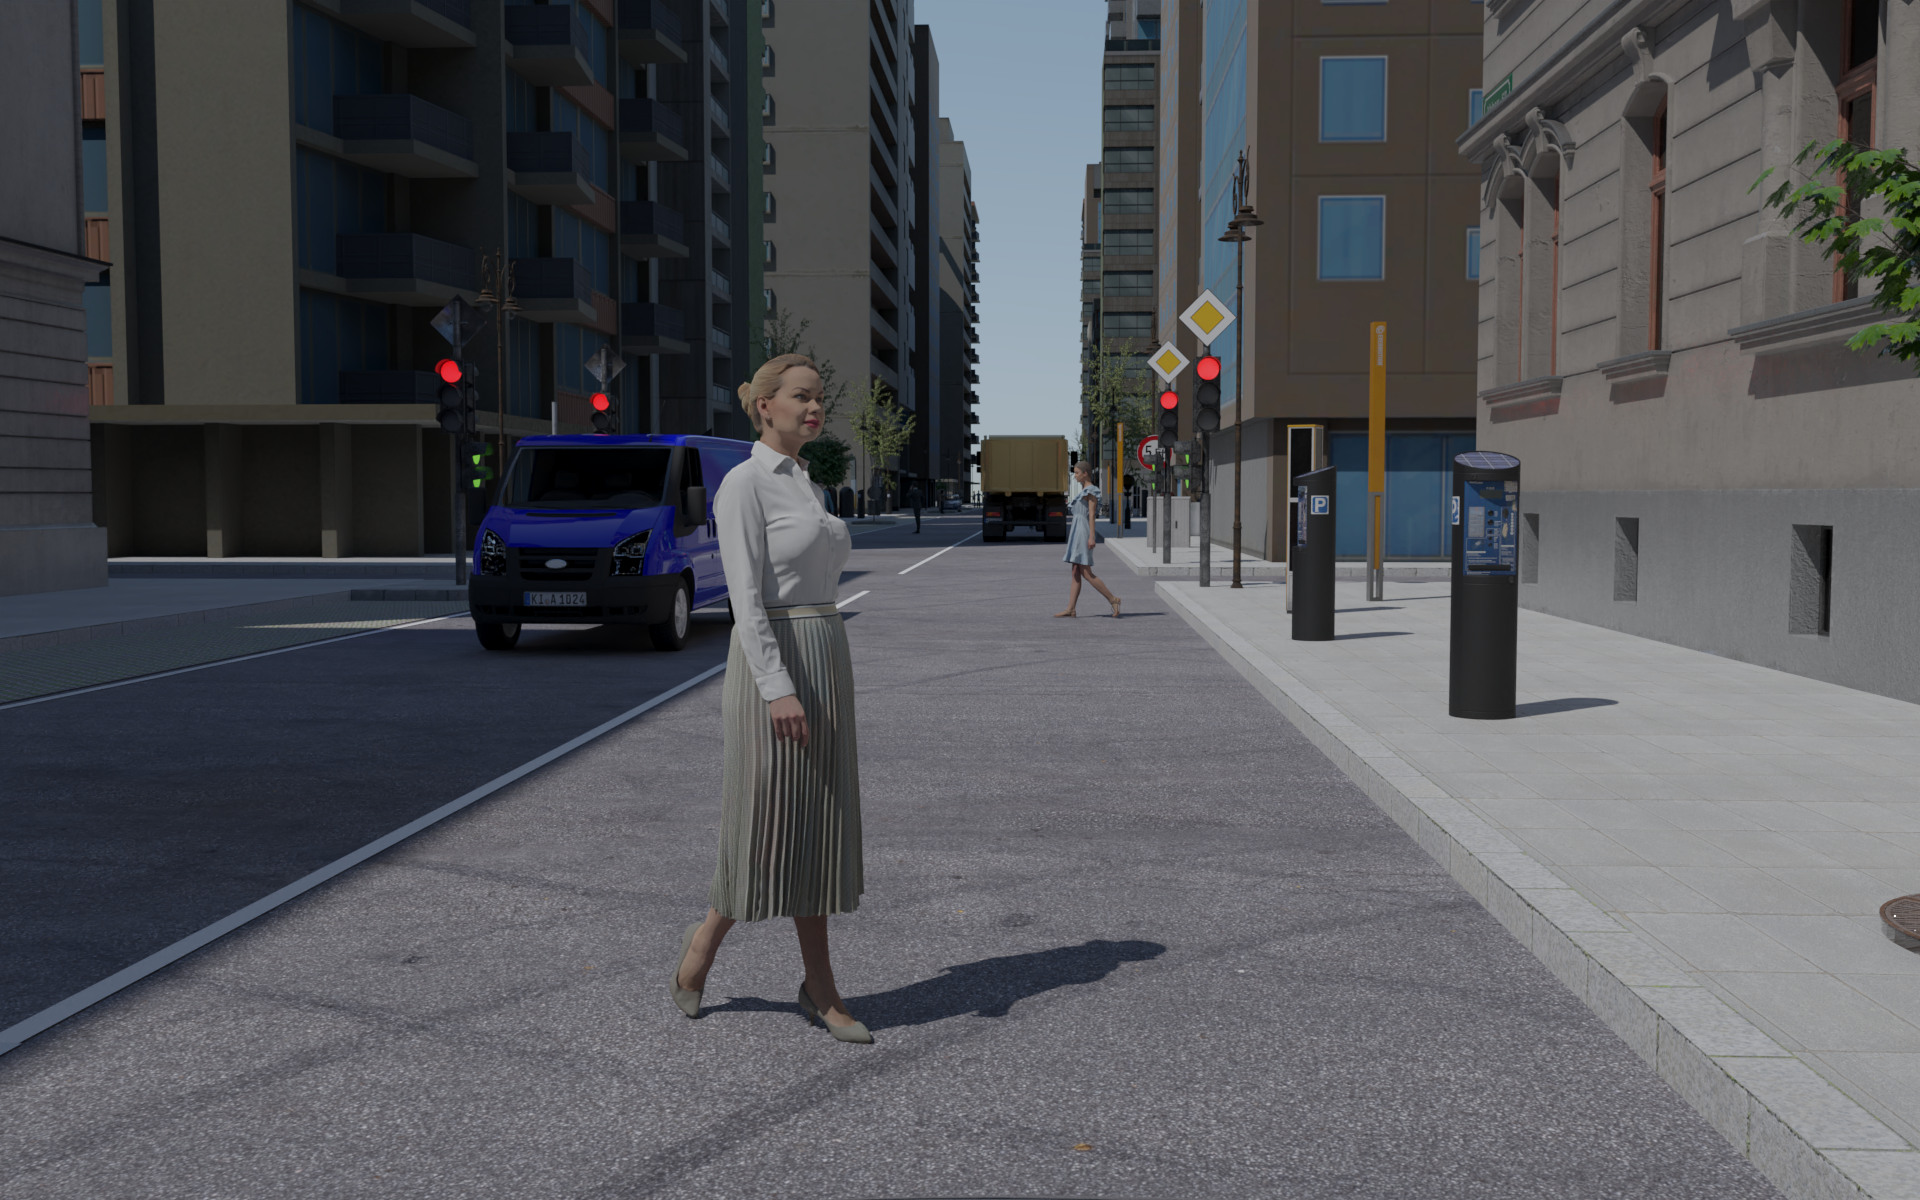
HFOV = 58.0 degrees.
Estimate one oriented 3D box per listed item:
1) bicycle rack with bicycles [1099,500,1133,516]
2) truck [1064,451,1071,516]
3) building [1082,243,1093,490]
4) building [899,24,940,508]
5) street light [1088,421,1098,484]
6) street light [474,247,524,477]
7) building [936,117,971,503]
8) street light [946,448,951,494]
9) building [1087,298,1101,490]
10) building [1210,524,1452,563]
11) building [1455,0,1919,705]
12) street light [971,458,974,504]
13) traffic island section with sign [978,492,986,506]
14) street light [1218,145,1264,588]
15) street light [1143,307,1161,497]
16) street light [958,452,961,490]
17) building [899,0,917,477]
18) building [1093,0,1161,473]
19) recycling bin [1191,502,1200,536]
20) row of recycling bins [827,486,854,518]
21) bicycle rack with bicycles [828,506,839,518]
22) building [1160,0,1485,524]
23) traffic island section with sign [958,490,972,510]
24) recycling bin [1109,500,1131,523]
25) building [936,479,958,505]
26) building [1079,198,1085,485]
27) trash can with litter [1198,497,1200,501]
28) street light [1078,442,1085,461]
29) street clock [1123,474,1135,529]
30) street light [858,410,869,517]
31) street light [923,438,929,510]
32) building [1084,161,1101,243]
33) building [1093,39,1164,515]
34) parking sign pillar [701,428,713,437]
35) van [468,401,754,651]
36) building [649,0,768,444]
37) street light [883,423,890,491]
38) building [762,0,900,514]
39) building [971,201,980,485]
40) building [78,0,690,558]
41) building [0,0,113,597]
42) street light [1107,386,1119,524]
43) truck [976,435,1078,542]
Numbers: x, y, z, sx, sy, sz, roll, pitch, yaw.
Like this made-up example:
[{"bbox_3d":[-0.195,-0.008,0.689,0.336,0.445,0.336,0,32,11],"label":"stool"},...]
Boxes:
[{"bbox_3d":[9.344,-5.507,103.422,2.925,0.926,2.852,-1,4,-8],"label":"bicycle rack with bicycles"},{"bbox_3d":[6.202,-7.923,118.460,2.839,4.237,11.283,0,4,3],"label":"truck"},{"bbox_3d":[21.112,-26.214,200.292,14.160,30.474,14.107,0,4,3],"label":"building"},{"bbox_3d":[-9.301,-31.422,163.867,14.600,45.320,14.200,0,4,3],"label":"building"},{"bbox_3d":[8.278,-8.163,106.261,0.468,5.910,1.993,0,4,3],"label":"street light"},{"bbox_3d":[-8.661,-3.664,32.687,0.468,5.910,1.993,0,4,3],"label":"street light"},{"bbox_3d":[-9.661,-36.896,226.953,21.300,48.544,21.600,0,4,3],"label":"building"},{"bbox_3d":[-1.168,-12.184,171.990,0.468,5.910,1.993,0,4,3],"label":"street light"},{"bbox_3d":[26.393,-19.681,166.818,27.650,21.520,28.899,0,4,3],"label":"building"},{"bbox_3d":[12.885,-23.677,37.233,14.200,45.320,14.600,0,4,3],"label":"building"},{"bbox_3d":[12.066,-13.611,9.924,14.401,28.519,23.554,0,4,3],"label":"building"},{"bbox_3d":[1.623,-15.367,224.033,0.468,5.910,1.993,0,4,3],"label":"street light"},{"bbox_3d":[3.140,-12.601,214.647,1.989,1.847,2.006,0,4,3],"label":"traffic island section with sign"},{"bbox_3d":[3.773,-3.097,23.431,0.468,5.910,1.993,0,4,3],"label":"street light"},{"bbox_3d":[4.785,-4.289,42.910,0.468,5.910,1.993,0,4,3],"label":"street light"},{"bbox_3d":[-0.066,-13.441,192.547,0.468,5.910,1.993,0,4,3],"label":"street light"},{"bbox_3d":[-17.964,-33.885,143.266,28.713,52.752,27.495,0,4,3],"label":"building"},{"bbox_3d":[22.601,-31.554,135.512,23.786,49.044,30.456,0,4,3],"label":"building"},{"bbox_3d":[7.098,-2.471,52.958,0.722,1.027,0.722,2,4,25],"label":"recycling bin"},{"bbox_3d":[-7.499,-5.293,93.660,3.534,1.692,1.069,-1,4,-8],"label":"row of recycling bins"},{"bbox_3d":[-8.364,-5.365,101.097,2.852,0.926,2.925,-3,5,-41],"label":"bicycle rack with bicycles"},{"bbox_3d":[17.659,-26.841,88.966,14.600,45.320,14.200,0,4,3],"label":"building"},{"bbox_3d":[0.086,-9.124,157.798,1.989,1.847,2.006,0,4,3],"label":"traffic island section with sign"},{"bbox_3d":[7.068,-3.905,76.403,0.722,1.027,0.722,-2,4,-25],"label":"recycling bin"},{"bbox_3d":[-16.620,-31.346,204.392,32.217,40.220,23.993,0,4,3],"label":"building"},{"bbox_3d":[28.452,-36.443,250.474,22.147,44.769,28.867,0,4,3],"label":"building"},{"bbox_3d":[10.998,-3.981,76.155,2.233,1.210,1.678,2,4,34],"label":"trash can with litter"},{"bbox_3d":[10.764,-10.931,151.508,0.468,5.910,1.993,0,4,3],"label":"street light"},{"bbox_3d":[6.155,-3.605,63.519,0.471,2.002,0.358,2,4,25],"label":"street clock"},{"bbox_3d":[-5.298,-7.503,95.467,0.468,5.910,1.993,0,4,3],"label":"street light"},{"bbox_3d":[-2.772,-10.264,140.596,0.468,5.910,1.993,0,4,3],"label":"street light"},{"bbox_3d":[23.420,-35.392,228.777,14.600,45.320,14.200,0,4,3],"label":"building"},{"bbox_3d":[16.223,-20.918,113.713,14.160,30.474,14.107,0,4,3],"label":"building"},{"bbox_3d":[-10.696,-5.031,70.729,1.447,3.967,1.447,0,4,8],"label":"parking sign pillar"},{"bbox_3d":[-3.324,-0.810,17.625,2.240,2.365,5.245,0,4,4],"label":"van"},{"bbox_3d":[-16.913,-24.160,78.617,14.154,41.232,14.086,0,4,3],"label":"building"},{"bbox_3d":[-4.534,-8.339,109.133,0.468,5.910,1.993,0,4,3],"label":"street light"},{"bbox_3d":[-15.733,-30.277,118.734,21.300,48.544,21.600,0,4,3],"label":"building"},{"bbox_3d":[-8.426,-36.551,252.225,22.147,44.769,28.867,0,4,3],"label":"building"},{"bbox_3d":[-19.955,-23.995,46.937,22.147,44.769,28.867,0,4,3],"label":"building"},{"bbox_3d":[-21.112,-9.455,19.217,19.286,19.102,10.561,0,4,3],"label":"building"},{"bbox_3d":[6.564,-6.211,74.339,0.468,5.910,1.993,0,4,3],"label":"street light"},{"bbox_3d":[2.104,-3.632,55.310,3.469,3.379,9.791,0,4,3],"label":"truck"}]
